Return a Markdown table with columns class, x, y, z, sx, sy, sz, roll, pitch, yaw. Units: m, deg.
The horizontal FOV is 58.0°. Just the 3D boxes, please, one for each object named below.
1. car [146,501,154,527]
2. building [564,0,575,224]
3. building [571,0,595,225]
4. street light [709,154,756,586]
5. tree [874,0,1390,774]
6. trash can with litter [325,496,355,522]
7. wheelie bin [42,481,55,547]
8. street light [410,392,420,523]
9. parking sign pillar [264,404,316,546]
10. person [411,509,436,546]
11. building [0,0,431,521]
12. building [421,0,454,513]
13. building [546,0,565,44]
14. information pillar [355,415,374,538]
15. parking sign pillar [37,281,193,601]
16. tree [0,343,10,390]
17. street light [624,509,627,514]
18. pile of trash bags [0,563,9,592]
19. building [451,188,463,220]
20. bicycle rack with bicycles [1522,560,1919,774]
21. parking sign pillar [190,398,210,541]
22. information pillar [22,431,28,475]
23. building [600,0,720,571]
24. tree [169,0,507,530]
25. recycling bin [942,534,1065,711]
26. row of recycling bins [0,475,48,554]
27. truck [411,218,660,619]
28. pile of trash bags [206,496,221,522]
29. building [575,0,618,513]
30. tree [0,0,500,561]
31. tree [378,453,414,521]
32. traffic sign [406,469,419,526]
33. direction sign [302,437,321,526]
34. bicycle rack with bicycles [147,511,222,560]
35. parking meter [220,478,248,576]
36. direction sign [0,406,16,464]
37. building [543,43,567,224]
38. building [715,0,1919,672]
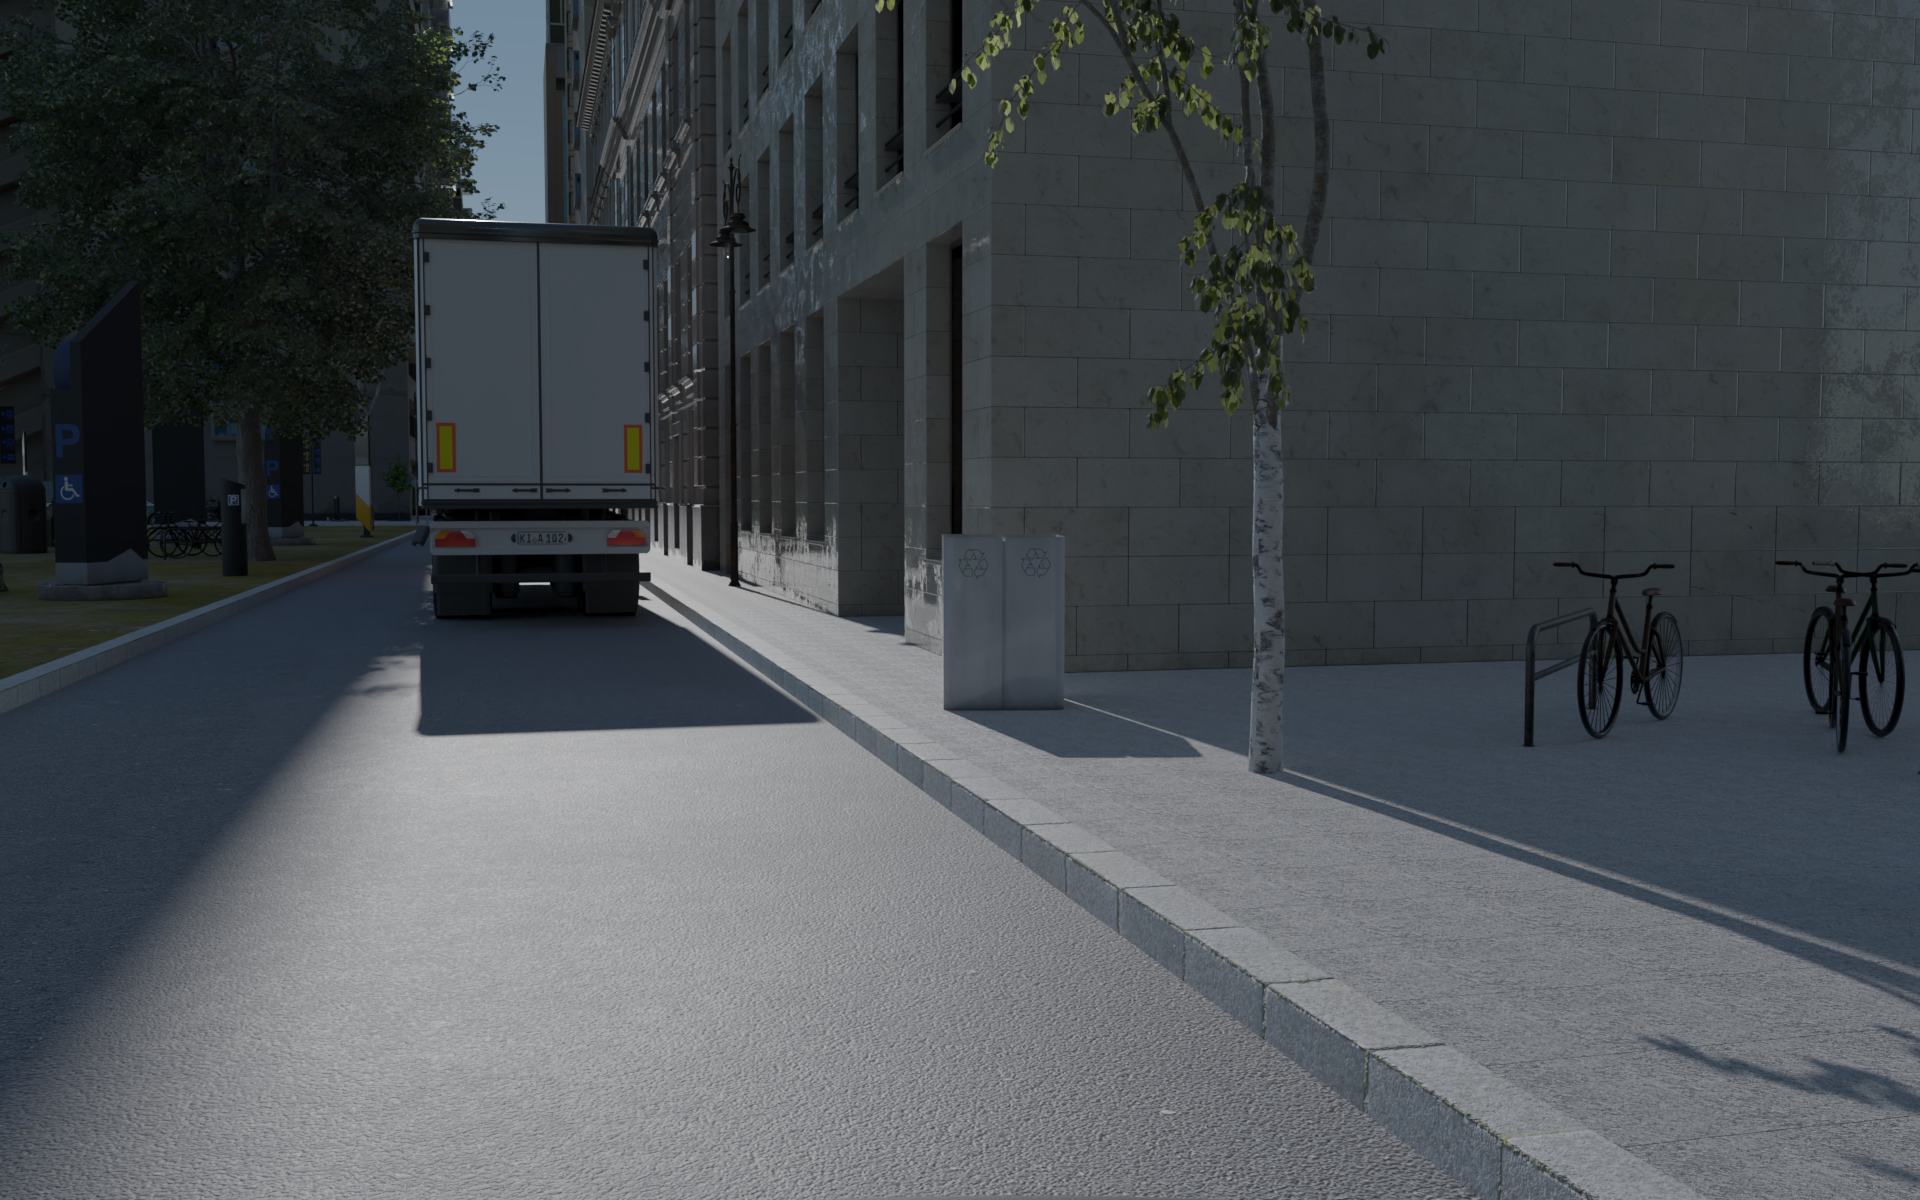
| class | x | y | z | sx | sy | sz | roll | pitch | yaw |
| --- | --- | --- | --- | --- | --- | --- | --- | --- | --- |
| car | -33.689 | -3.548 | 69.807 | 4.920 | 1.459 | 2.131 | -1 | 4 | -14 |
| building | -22.605 | -27.377 | 131.210 | 14.154 | 41.232 | 14.086 | -1 | 4 | -14 |
| building | -9.782 | -28.678 | 92.590 | 21.600 | 48.544 | 21.300 | -1 | 4 | -14 |
| street light | -3.143 | -3.131 | 23.978 | 0.468 | 5.910 | 1.993 | -1 | 4 | -14 |
| tree | 1.180 | -3.509 | 7.740 | 4.360 | 8.622 | 3.978 | 0 | 3 | 0 |
| trash can with litter | -29.063 | -4.260 | 80.708 | 1.678 | 1.210 | 2.233 | -2 | 4 | -32 |
| wheelie bin | -22.013 | -2.086 | 42.022 | 0.980 | 1.594 | 0.693 | 1 | 4 | 19 |
| street light | -24.261 | -6.391 | 77.276 | 0.468 | 5.910 | 1.993 | -1 | 4 | -14 |
| parking sign pillar | -17.015 | -3.370 | 43.580 | 1.447 | 3.967 | 1.447 | 0 | 4 | 3 |
| person | -14.637 | -2.416 | 48.227 | 0.699 | 1.804 | 1.509 | 2 | 4 | 35 |
| building | -39.531 | -28.512 | 89.867 | 21.300 | 48.544 | 21.600 | -1 | 4 | -14 |
| building | -47.557 | -30.780 | 122.861 | 23.786 | 49.044 | 30.456 | -1 | 4 | -14 |
| building | -46.998 | -49.276 | 243.917 | 20.611 | 71.187 | 20.563 | -1 | 4 | -14 |
| information pillar | -17.630 | -3.659 | 51.181 | 0.504 | 3.616 | 0.183 | 1 | 4 | 17 |
| parking sign pillar | -10.607 | -2.010 | 21.338 | 1.447 | 3.967 | 1.447 | 0 | 4 | 6 |
| tree | -30.155 | -6.128 | 50.548 | 4.360 | 8.622 | 3.978 | 0 | 3 | 0 |
| street light | -9.237 | -4.573 | 47.550 | 0.468 | 5.910 | 1.993 | -1 | 4 | -14 |
| pile of trash bags | -13.026 | -0.701 | 21.219 | 1.912 | 1.369 | 3.447 | -1 | 4 | -15 |
| building | -51.823 | -23.462 | 155.313 | 14.160 | 30.474 | 14.107 | -1 | 4 | -14 |
| bicycle rack with bicycles | 4.289 | 0.258 | 9.169 | 2.852 | 0.926 | 2.925 | 2 | 4 | 31 |
| parking sign pillar | -21.383 | -3.605 | 47.419 | 1.447 | 3.967 | 1.447 | -1 | 4 | -23 |
| information pillar | -34.695 | -4.462 | 64.308 | 0.183 | 3.616 | 0.504 | -2 | 4 | -35 |
| building | -1.857 | -14.918 | 41.174 | 12.463 | 27.353 | 25.104 | -1 | 4 | -14 |
| tree | -21.798 | -12.469 | 59.750 | 12.611 | 20.169 | 13.585 | 0 | 3 | 0 |
| recycling bin | 0.254 | 0.120 | 10.596 | 0.722 | 1.027 | 0.722 | 0 | 4 | -1 |
| row of recycling bins | -21.040 | -1.918 | 38.479 | 1.069 | 1.692 | 3.534 | -3 | 4 | -38 |
| truck | -5.819 | -2.105 | 23.335 | 2.839 | 4.237 | 11.283 | -1 | 4 | -15 |
| pile of trash bags | -34.530 | -4.316 | 80.315 | 3.447 | 1.369 | 1.912 | 0 | 4 | 8 |
| building | -8.116 | -12.114 | 62.694 | 10.561 | 19.102 | 19.286 | -1 | 4 | -14 |
| tree | -13.524 | -7.715 | 32.801 | 9.857 | 13.997 | 8.962 | 0 | 3 | 0 |
| tree | -26.263 | -5.312 | 81.450 | 1.663 | 3.219 | 1.824 | 0 | 3 | 0 |
| traffic sign | -21.810 | -4.027 | 69.480 | 0.795 | 2.450 | 0.064 | -1 | 4 | -14 |
| direction sign | -25.690 | -4.690 | 68.685 | 0.876 | 3.537 | 0.379 | 1 | 4 | 21 |
| bicycle rack with bicycles | -15.513 | -1.322 | 34.997 | 2.925 | 0.926 | 2.852 | -2 | 4 | -34 |
| parking meter | -11.368 | -1.145 | 27.124 | 0.372 | 1.533 | 0.369 | 0 | 3 | 0 |
| direction sign | -24.755 | -3.212 | 44.515 | 0.876 | 3.537 | 0.379 | -2 | 4 | -34 |
| building | -33.739 | -31.881 | 171.371 | 14.600 | 45.320 | 14.200 | -1 | 4 | -14 |
| building | 3.164 | -10.171 | 21.053 | 10.420 | 20.320 | 16.860 | -1 | 4 | -14 |
